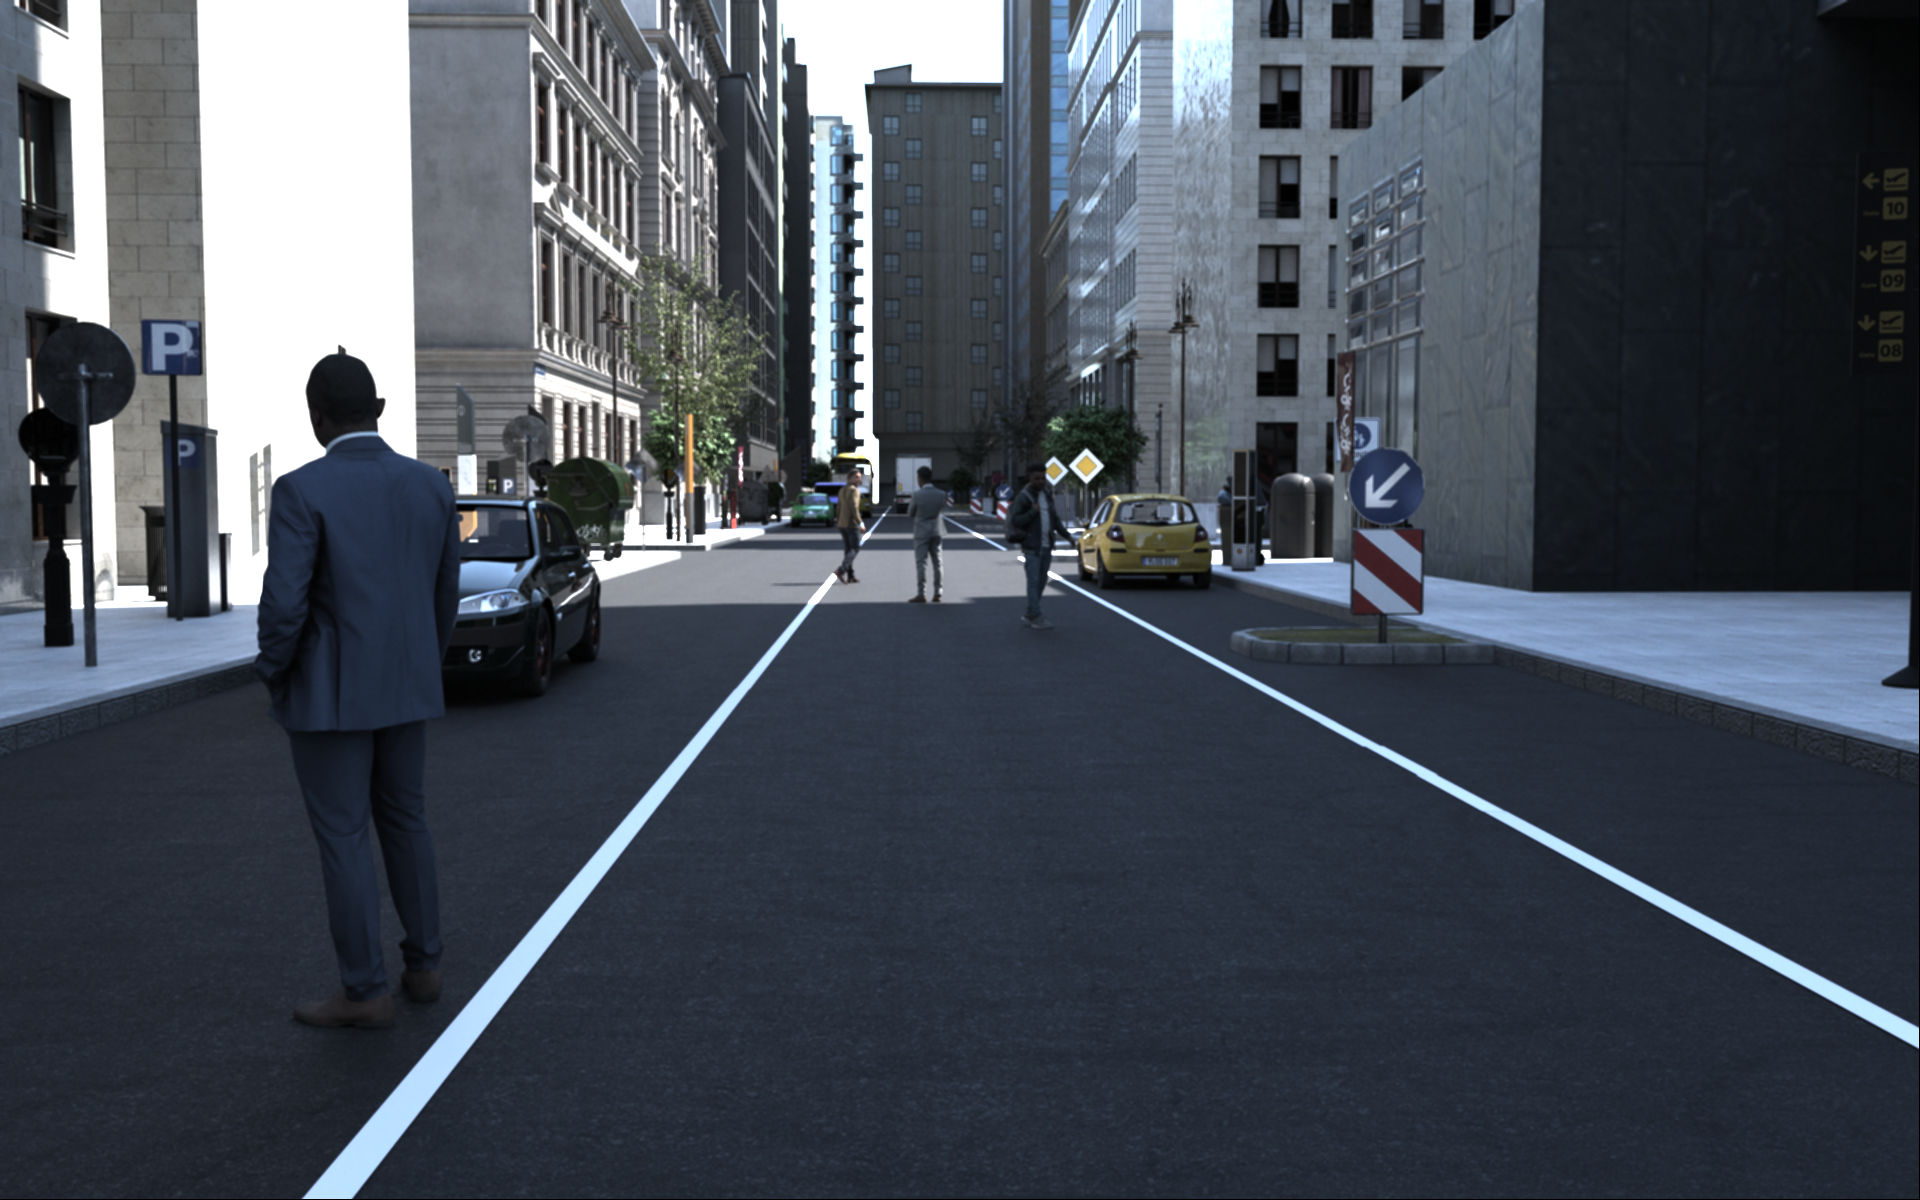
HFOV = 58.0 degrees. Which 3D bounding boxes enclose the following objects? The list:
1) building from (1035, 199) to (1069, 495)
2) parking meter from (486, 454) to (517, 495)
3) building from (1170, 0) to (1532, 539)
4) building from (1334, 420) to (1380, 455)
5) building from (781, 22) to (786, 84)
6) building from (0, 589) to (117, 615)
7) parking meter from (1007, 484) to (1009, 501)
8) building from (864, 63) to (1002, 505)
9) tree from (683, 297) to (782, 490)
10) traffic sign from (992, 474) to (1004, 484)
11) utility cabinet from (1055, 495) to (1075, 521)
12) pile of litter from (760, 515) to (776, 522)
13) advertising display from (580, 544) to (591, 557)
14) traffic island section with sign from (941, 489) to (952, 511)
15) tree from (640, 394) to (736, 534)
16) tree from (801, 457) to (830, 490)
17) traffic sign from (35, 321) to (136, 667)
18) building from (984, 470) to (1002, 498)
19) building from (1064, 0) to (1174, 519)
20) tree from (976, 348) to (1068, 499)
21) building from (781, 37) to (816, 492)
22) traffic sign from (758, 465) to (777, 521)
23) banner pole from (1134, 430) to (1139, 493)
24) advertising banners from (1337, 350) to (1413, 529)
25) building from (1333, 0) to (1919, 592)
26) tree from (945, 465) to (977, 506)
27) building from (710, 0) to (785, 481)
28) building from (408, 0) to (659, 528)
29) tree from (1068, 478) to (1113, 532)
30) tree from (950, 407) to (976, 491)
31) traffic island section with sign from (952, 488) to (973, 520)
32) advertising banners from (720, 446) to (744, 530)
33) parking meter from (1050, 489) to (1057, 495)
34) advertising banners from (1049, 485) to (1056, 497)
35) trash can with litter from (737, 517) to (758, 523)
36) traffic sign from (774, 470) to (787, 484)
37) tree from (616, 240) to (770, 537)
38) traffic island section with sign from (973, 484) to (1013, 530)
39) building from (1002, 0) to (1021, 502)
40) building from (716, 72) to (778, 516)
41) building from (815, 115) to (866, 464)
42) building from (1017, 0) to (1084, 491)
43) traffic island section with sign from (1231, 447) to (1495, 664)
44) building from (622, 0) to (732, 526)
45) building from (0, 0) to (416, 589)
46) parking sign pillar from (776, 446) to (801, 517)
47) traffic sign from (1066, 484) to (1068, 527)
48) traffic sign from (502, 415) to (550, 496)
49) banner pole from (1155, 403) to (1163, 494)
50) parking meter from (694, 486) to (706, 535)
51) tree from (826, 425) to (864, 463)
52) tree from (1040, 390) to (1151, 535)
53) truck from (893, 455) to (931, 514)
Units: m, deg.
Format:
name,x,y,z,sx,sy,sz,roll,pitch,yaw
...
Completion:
name,x,y,z,sx,sy,sz,roll,pitch,yaw
building,11.375,-16.761,110.192,11.583,22.565,21.152,0,4,-2
parking meter,-6.692,-1.199,25.317,0.255,1.863,0.399,3,4,36
building,15.797,-12.181,53.917,16.860,20.320,10.420,0,4,-2
building,47.722,-34.264,183.924,21.600,48.544,21.300,0,4,-2
building,-26.513,-32.380,149.020,23.786,49.044,30.456,0,4,-2
building,-15.096,-9.605,11.786,10.420,20.320,16.860,0,4,-2
parking meter,2.696,-5.899,102.167,0.255,1.863,0.399,-2,4,-28
building,1.857,-38.652,221.197,27.495,52.752,28.713,0,4,-2
tree,-8.862,-7.046,65.558,4.360,8.622,3.978,0,3,0
traffic sign,2.366,-6.577,107.638,0.768,2.556,0.104,0,4,3
utility cabinet,4.926,-4.345,82.207,1.020,1.237,0.306,-1,4,-21
pile of litter,-9.129,-4.111,81.179,1.176,0.858,1.719,1,4,10
advertising display,-7.714,-1.850,35.458,0.123,1.923,0.974,-2,4,-26
traffic island section with sign,-0.976,-8.481,147.287,1.989,1.847,2.006,0,4,-2
tree,-8.875,-4.441,56.329,4.285,4.588,4.351,0,3,0
tree,-12.243,-10.260,151.465,4.285,4.588,4.351,0,3,0
traffic sign,-6.471,-0.778,12.820,0.768,2.556,0.104,0,4,3
building,13.298,-45.470,181.689,20.563,71.187,20.611,0,4,-2
building,12.078,-18.780,84.553,11.434,29.767,29.804,0,4,-2
tree,3.389,-8.336,86.649,4.360,8.622,3.978,0,3,0
building,-26.187,-34.120,181.561,21.600,48.544,21.300,0,4,-2
traffic sign,-8.512,-4.680,76.526,0.884,2.594,0.081,0,4,2
banner pole,6.900,-4.746,67.612,0.401,3.779,0.863,1,4,19
advertising banners,4.899,-1.494,20.620,0.090,3.025,2.074,-1,4,-11
building,18.796,-42.978,15.361,22.319,86.520,31.000,0,4,-2
tree,0.058,-12.427,186.902,4.285,4.588,4.351,0,3,0
building,-20.388,-27.088,126.490,14.154,41.232,14.086,0,4,-2
building,-17.283,-13.554,57.763,11.583,22.565,21.152,0,4,-2
tree,4.502,-3.896,58.299,1.663,3.219,1.824,0,3,0
tree,1.367,-11.720,141.980,4.360,8.622,3.978,0,3,0
traffic island section with sign,0.730,-5.412,97.115,1.989,1.847,2.006,0,4,-2
advertising banners,-8.158,-4.035,62.165,0.090,3.025,2.074,1,4,17
parking meter,4.580,-4.668,84.727,0.372,1.533,0.369,0,3,0
advertising banners,3.661,-4.519,70.066,0.090,3.025,2.074,1,4,17
trash can with litter,-9.487,-4.020,77.119,1.055,1.170,0.624,1,4,9
traffic sign,-9.337,-5.475,89.624,0.768,2.556,0.104,0,4,7
tree,-8.051,-6.154,50.985,4.737,8.622,4.395,0,3,0
traffic island section with sign,1.651,-3.764,70.175,1.989,1.847,2.006,0,4,-2
building,14.303,-37.621,157.107,21.231,58.520,28.212,0,4,-2
building,-18.974,-19.034,104.717,14.314,27.812,24.014,0,4,-2
building,-27.143,-36.540,217.043,30.456,49.044,23.786,0,4,-2
building,11.883,-29.733,136.249,14.600,45.320,14.200,0,4,-2
traffic island section with sign,3.508,-0.424,15.558,1.989,1.847,2.006,0,4,-2
building,-18.535,-17.906,80.153,14.401,28.519,23.554,0,4,-2
building,-19.098,-10.637,28.664,16.860,20.320,10.420,0,4,-2
parking sign pillar,-9.563,-6.627,96.818,1.447,3.967,1.447,-2,4,-34
traffic sign,4.114,-4.071,66.665,0.768,2.556,0.104,0,4,0
traffic sign,-7.000,-1.704,27.964,0.768,2.556,0.104,0,4,-1
banner pole,5.436,-3.515,47.489,0.401,3.779,0.863,1,4,18
parking meter,-8.084,-2.777,53.812,0.372,1.533,0.369,0,3,0
tree,-12.179,-14.236,183.125,4.360,8.622,3.978,0,3,0
tree,4.312,-4.343,54.724,4.285,4.588,4.351,0,3,0
truck,-3.512,-8.532,128.409,2.839,4.237,11.283,0,4,-2
